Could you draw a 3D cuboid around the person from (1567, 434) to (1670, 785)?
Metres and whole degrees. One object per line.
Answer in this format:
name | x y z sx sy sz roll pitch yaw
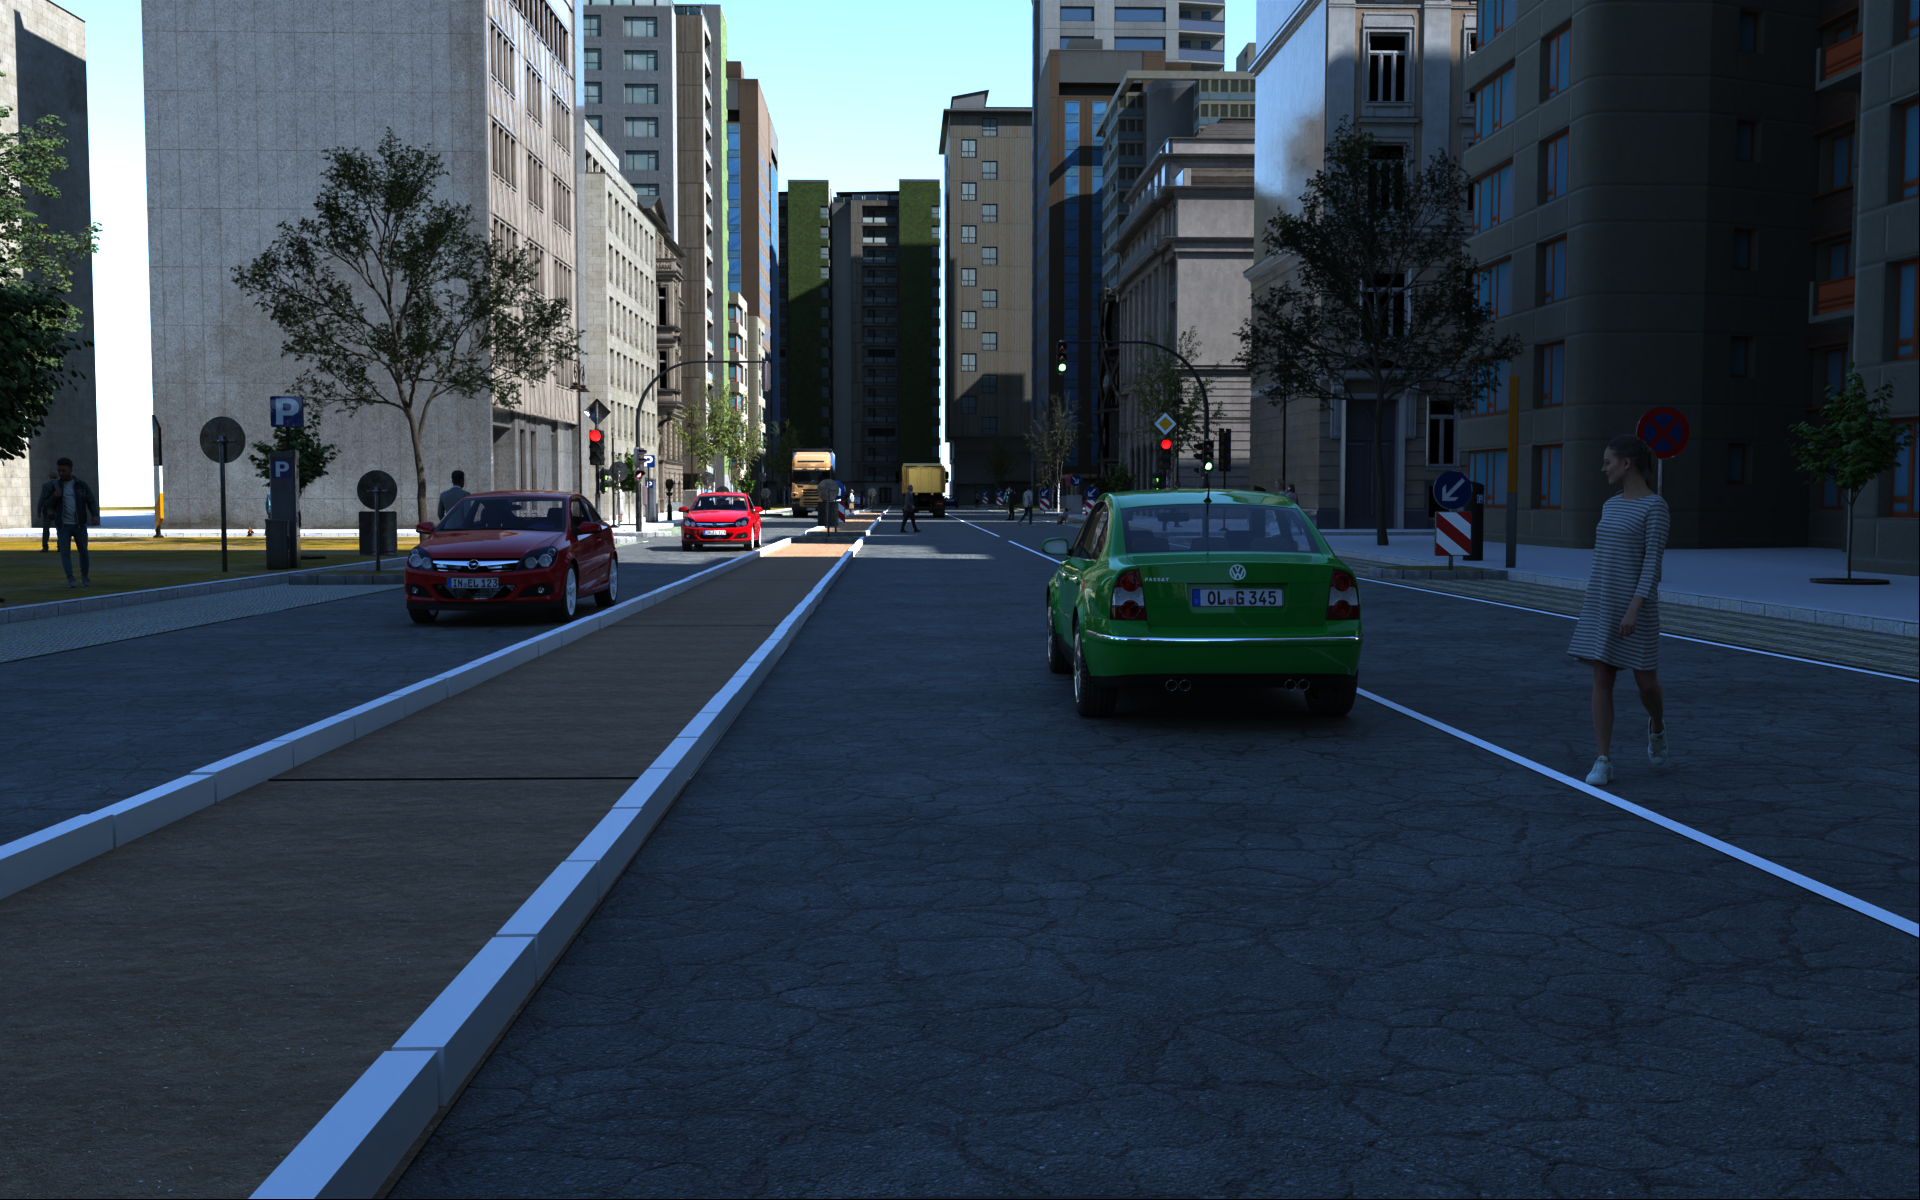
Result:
person | 3.360 0.031 8.740 0.466 1.731 0.760 3 4 37

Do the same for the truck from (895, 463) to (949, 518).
truck | -2.310 -6.854 107.989 3.469 3.379 9.791 0 4 -2

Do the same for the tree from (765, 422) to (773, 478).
tree | -15.665 -10.409 120.545 4.737 8.622 4.395 0 3 0

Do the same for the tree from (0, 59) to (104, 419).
tree | -27.004 -8.347 43.129 9.857 13.997 8.962 0 3 0

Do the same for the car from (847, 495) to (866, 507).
car | -11.469 -11.015 192.452 2.083 1.381 4.827 0 4 0

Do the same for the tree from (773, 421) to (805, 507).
tree | -17.362 -13.351 168.659 4.737 8.622 4.395 0 3 0

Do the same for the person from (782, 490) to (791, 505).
person | -20.089 -11.858 200.648 1.217 1.735 0.721 0 4 2

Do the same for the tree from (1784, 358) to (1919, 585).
tree | 12.704 -1.855 24.934 1.663 3.219 1.824 0 3 0

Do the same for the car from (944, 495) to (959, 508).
car | -1.053 -10.160 178.693 1.945 1.354 3.894 0 4 -1

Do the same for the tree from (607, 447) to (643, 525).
tree | -13.614 -4.693 71.336 1.663 3.219 1.824 0 3 0

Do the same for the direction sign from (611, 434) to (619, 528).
direction sign | -13.190 -4.520 65.893 0.379 3.537 0.876 -1 4 -11

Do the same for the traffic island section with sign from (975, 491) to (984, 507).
traffic island section with sign | 2.597 -10.991 188.336 1.989 1.847 2.006 0 4 -2

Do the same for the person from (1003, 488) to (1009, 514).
person | 3.367 -6.971 122.341 0.638 1.841 0.748 1 4 13

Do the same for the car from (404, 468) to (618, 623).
car | -5.268 -0.712 20.674 2.155 1.783 4.494 0 4 -2

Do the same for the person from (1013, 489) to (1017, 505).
person | 6.491 -12.135 204.315 0.709 1.838 0.599 3 5 41

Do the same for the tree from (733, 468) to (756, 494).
tree | -15.686 -8.124 127.425 1.663 3.219 1.824 0 3 0

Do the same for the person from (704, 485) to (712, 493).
person | -14.897 -5.910 102.537 0.638 1.841 0.748 -1 4 -14

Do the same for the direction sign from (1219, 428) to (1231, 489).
direction sign | 9.146 -4.151 59.864 0.379 3.537 0.876 2 4 35

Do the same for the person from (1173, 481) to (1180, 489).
person | 8.414 -3.722 67.087 0.419 1.800 0.721 1 4 9

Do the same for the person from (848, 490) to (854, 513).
person | -8.133 -7.358 129.294 0.515 1.767 0.782 0 4 6

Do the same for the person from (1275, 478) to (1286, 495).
person | 7.155 -1.817 38.568 0.624 1.780 0.694 1 4 22

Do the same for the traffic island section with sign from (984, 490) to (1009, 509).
traffic island section with sign | 3.537 -9.342 161.375 1.989 1.847 2.006 0 4 -2

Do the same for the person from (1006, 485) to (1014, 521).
person | 2.712 -5.261 93.876 0.474 1.900 0.648 0 4 -3

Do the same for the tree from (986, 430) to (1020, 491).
tree | 4.693 -15.327 200.960 4.737 8.622 4.395 0 3 0

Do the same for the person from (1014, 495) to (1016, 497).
person | 5.548 -11.064 186.898 0.705 1.831 1.348 -3 5 -44

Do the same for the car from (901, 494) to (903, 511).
car | -3.966 -8.573 148.840 2.281 1.827 5.304 0 4 -2

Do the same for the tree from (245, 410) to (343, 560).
tree | -13.270 -2.426 34.268 1.663 3.219 1.824 0 3 0

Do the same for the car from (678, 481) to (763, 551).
car | -6.165 -2.195 44.936 2.155 1.783 4.494 0 4 -3

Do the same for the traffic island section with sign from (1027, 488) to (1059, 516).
traffic island section with sign | 5.267 -6.281 111.326 1.989 1.847 2.006 0 4 -2

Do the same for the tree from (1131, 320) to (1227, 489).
tree | 9.087 -7.574 74.200 4.737 8.622 4.395 0 3 0

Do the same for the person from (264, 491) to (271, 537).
person | -20.966 -2.711 52.852 0.660 1.820 0.620 1 4 17

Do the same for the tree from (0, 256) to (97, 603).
tree | -11.955 -2.233 20.227 4.285 4.588 4.351 0 3 0

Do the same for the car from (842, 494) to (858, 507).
car | -12.490 -11.584 198.443 2.155 1.783 4.494 0 4 0

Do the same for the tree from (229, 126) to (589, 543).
tree | -13.645 -6.685 43.714 8.767 10.594 7.601 -2 4 -30

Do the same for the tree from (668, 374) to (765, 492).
tree | -15.234 -9.482 105.399 4.737 8.622 4.395 0 3 0

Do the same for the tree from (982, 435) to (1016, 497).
tree | 4.803 -15.797 208.645 4.360 8.622 3.978 0 3 0

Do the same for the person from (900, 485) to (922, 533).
person | -1.816 -3.406 64.589 0.834 1.777 0.661 0 4 -8

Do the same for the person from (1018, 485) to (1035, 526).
person | 2.996 -4.218 77.306 0.795 1.843 0.661 -2 4 -33

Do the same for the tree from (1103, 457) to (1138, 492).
tree | 8.571 -5.873 90.628 1.663 3.219 1.824 0 3 0

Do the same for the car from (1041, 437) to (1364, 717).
car | 1.609 -0.228 12.524 1.959 1.807 4.718 0 4 -1

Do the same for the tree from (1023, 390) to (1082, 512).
tree | 6.885 -10.863 127.979 4.360 8.622 3.978 0 3 0

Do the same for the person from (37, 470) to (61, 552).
person | -20.076 -1.961 38.286 0.590 1.801 0.661 3 5 39

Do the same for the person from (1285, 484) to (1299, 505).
person | 10.471 -2.768 54.343 0.593 1.750 0.643 -2 4 -32

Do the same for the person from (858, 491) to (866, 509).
person | -9.603 -9.739 168.413 0.721 1.739 1.217 3 5 43

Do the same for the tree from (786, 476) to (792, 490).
tree | -18.085 -13.057 197.199 4.285 4.588 4.351 0 3 0

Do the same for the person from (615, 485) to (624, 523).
person | -15.438 -4.379 78.201 0.524 1.755 0.480 0 4 5

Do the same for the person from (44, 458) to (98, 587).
person | -12.272 -1.071 23.903 0.623 1.781 0.721 -3 5 -40

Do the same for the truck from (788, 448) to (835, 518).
truck | -9.175 -7.327 108.703 2.839 4.237 11.283 0 4 -3

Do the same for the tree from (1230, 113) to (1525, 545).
tree | 10.250 -6.649 43.116 7.601 10.594 8.767 0 4 7

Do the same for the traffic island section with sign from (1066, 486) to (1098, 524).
traffic island section with sign | 6.215 -4.626 84.265 1.989 1.847 2.006 0 4 -2

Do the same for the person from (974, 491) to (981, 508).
person | 1.807 -10.325 178.095 0.721 1.735 1.217 -2 4 -32

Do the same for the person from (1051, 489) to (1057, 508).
person | 8.408 -9.049 154.447 0.568 1.767 0.683 -1 4 -16

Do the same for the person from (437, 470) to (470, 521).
person | -7.659 -1.074 26.329 0.678 1.792 0.850 1 4 13
